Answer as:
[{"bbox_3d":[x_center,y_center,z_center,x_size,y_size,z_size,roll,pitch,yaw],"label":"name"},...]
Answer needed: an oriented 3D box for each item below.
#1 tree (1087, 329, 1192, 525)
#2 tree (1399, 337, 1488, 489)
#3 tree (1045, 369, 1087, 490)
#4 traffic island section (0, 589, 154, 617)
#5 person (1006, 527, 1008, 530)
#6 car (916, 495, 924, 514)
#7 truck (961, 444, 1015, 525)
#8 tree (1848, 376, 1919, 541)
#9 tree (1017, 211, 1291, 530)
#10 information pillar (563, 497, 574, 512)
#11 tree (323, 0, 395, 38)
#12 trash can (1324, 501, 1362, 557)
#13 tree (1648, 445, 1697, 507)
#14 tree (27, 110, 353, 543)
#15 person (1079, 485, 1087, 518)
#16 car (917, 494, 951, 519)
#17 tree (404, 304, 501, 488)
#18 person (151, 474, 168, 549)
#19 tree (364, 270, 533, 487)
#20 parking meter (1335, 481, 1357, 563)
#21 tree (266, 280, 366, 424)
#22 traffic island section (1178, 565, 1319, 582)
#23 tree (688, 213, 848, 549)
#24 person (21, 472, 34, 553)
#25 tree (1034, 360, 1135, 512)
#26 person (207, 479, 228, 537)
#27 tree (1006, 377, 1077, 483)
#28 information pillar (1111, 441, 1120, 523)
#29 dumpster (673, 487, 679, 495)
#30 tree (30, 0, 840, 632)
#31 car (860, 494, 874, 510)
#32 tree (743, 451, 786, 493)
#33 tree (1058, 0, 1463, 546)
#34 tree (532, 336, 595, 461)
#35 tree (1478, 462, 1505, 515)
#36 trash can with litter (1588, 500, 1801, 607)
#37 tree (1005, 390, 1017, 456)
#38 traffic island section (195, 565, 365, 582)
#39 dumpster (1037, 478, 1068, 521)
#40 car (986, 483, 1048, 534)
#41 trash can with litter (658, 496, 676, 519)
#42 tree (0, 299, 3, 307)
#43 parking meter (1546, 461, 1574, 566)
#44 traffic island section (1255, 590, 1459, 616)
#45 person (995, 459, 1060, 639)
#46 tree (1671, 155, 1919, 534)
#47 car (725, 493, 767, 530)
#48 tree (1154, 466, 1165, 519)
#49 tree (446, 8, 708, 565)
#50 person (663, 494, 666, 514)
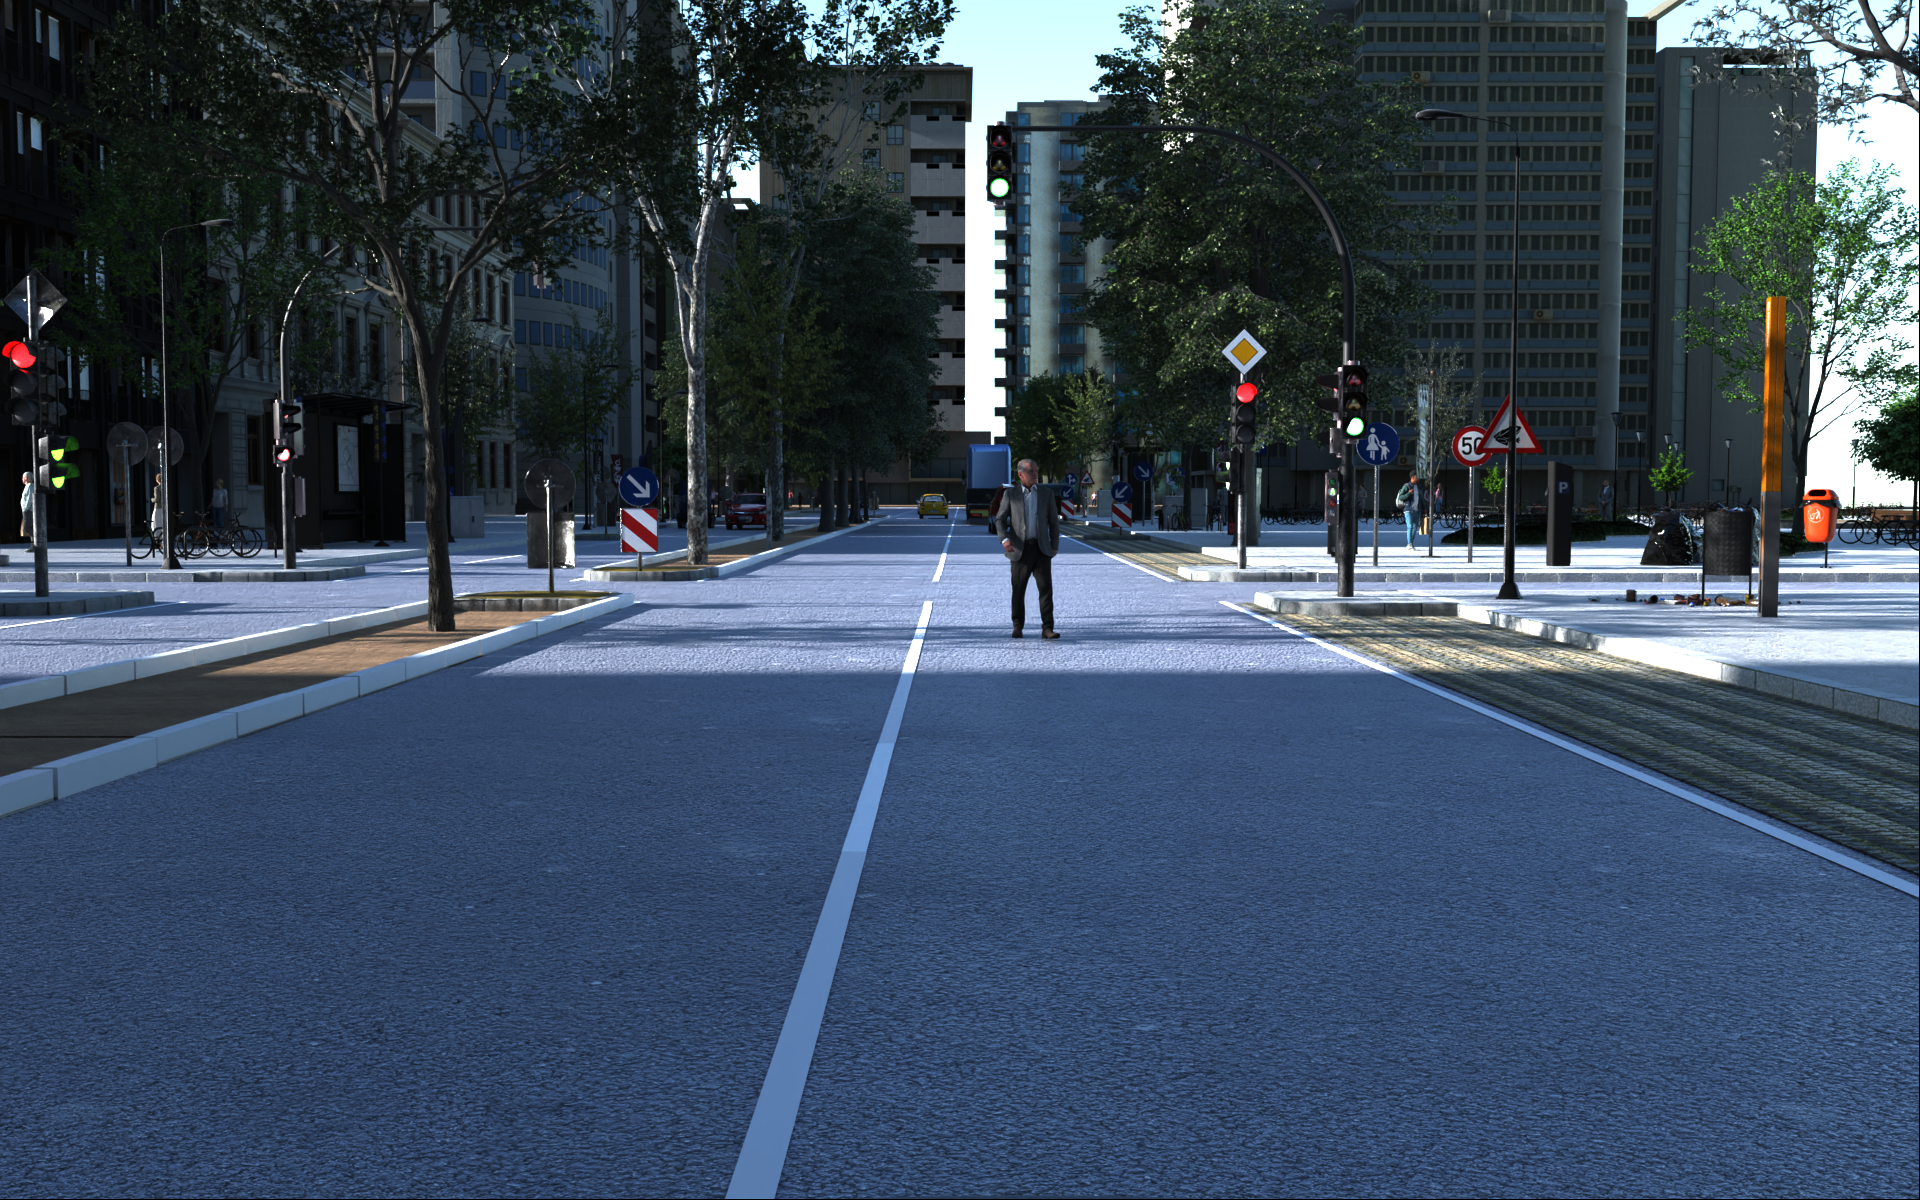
[{"bbox_3d":[7.960,-7.396,71.285,4.737,8.622,4.395,0,3,0],"label":"tree"},{"bbox_3d":[22.619,-8.056,82.073,4.360,8.622,3.978,0,3,0],"label":"tree"},{"bbox_3d":[7.213,-9.212,100.975,4.737,8.622,4.395,0,3,0],"label":"tree"},{"bbox_3d":[-11.510,0.036,21.690,2.009,0.180,2.903,0,3,0],"label":"traffic island section"},{"bbox_3d":[2.022,-3.716,69.527,0.850,1.792,0.678,1,4,16],"label":"person"},{"bbox_3d":[-2.126,-6.857,124.471,2.083,1.381,4.827,0,4,-1],"label":"car"},{"bbox_3d":[1.578,-6.013,88.068,2.967,4.110,18.799,0,3,0],"label":"truck"},{"bbox_3d":[26.516,-3.921,47.828,4.285,4.588,4.351,0,3,0],"label":"tree"},{"bbox_3d":[8.303,-8.329,61.941,9.928,11.665,9.643,0,3,0],"label":"tree"},{"bbox_3d":[-15.459,-3.905,68.331,0.304,2.012,0.304,3,5,39],"label":"information pillar"},{"bbox_3d":[-5.278,-5.708,6.160,12.009,13.543,11.850,0,3,0],"label":"tree"},{"bbox_3d":[7.778,-1.440,35.194,0.748,1.137,0.748,0,3,0],"label":"trash can"},{"bbox_3d":[28.158,-4.535,68.756,1.663,3.219,1.824,0,3,0],"label":"tree"},{"bbox_3d":[-20.230,-7.356,46.033,9.928,11.665,9.643,0,3,0],"label":"tree"},{"bbox_3d":[6.629,-5.308,93.174,0.374,1.781,0.599,2,4,32],"label":"person"},{"bbox_3d":[-1.533,-5.602,101.821,2.015,1.641,3.980,0,4,0],"label":"car"},{"bbox_3d":[-19.655,-7.190,67.918,4.737,8.622,4.395,0,3,0],"label":"tree"},{"bbox_3d":[-18.647,-2.068,40.399,0.362,1.759,0.519,1,4,22],"label":"person"},{"bbox_3d":[-16.723,-6.520,56.972,4.360,8.622,3.978,0,3,0],"label":"tree"},{"bbox_3d":[7.176,-1.456,32.212,0.372,1.533,0.369,0,3,0],"label":"parking meter"},{"bbox_3d":[-21.704,-6.652,59.126,4.360,8.622,3.978,0,3,0],"label":"tree"},{"bbox_3d":[4.842,-0.451,29.649,2.009,0.180,2.903,0,3,0],"label":"traffic island section"},{"bbox_3d":[-4.897,-5.599,44.364,4.737,8.622,4.395,0,3,0],"label":"tree"},{"bbox_3d":[-20.398,-1.931,38.093,0.515,1.767,0.782,-2,4,-25],"label":"person"},{"bbox_3d":[8.555,-11.382,120.513,7.601,10.594,8.767,1,4,20],"label":"tree"},{"bbox_3d":[-22.061,-2.742,51.552,0.731,1.740,0.598,0,4,4],"label":"person"},{"bbox_3d":[8.048,-15.199,166.628,7.486,12.596,7.792,0,3,0],"label":"tree"},{"bbox_3d":[6.931,-5.233,76.908,0.183,3.616,0.504,-1,4,-22],"label":"information pillar"},{"bbox_3d":[-15.117,-5.674,95.263,1.502,2.255,1.985,0,4,0],"label":"dumpster"},{"bbox_3d":[-5.372,-4.966,18.057,8.767,10.594,7.601,0,3,0],"label":"tree"},{"bbox_3d":[-8.419,-8.928,155.765,2.009,1.686,4.222,0,4,0],"label":"car"},{"bbox_3d":[-14.504,-8.885,128.979,4.285,4.588,4.351,0,3,0],"label":"tree"},{"bbox_3d":[7.207,-8.319,42.673,9.857,13.997,8.962,0,3,0],"label":"tree"},{"bbox_3d":[-19.165,-7.999,81.142,4.360,8.622,3.978,0,3,0],"label":"tree"},{"bbox_3d":[32.363,-6.722,104.499,1.663,3.219,1.824,0,3,0],"label":"tree"},{"bbox_3d":[8.605,-0.568,20.343,2.233,1.210,1.678,2,4,31],"label":"trash can with litter"},{"bbox_3d":[7.518,-13.253,142.441,9.928,11.665,9.643,0,3,0],"label":"tree"},{"bbox_3d":[-11.499,-0.452,29.676,2.009,0.180,2.903,0,3,0],"label":"traffic island section"},{"bbox_3d":[4.697,-5.258,90.923,1.985,2.255,1.502,0,4,1],"label":"dumpster"},{"bbox_3d":[2.101,-3.355,63.525,2.281,1.827,5.304,0,4,-1],"label":"car"},{"bbox_3d":[-14.977,-4.698,88.205,1.055,1.170,0.624,2,4,31],"label":"trash can with litter"},{"bbox_3d":[-21.135,-5.145,34.480,4.737,8.622,4.395,0,3,0],"label":"tree"},{"bbox_3d":[10.690,-1.537,30.848,0.399,1.863,0.255,0,4,-6],"label":"parking meter"},{"bbox_3d":[4.832,0.038,21.664,2.009,0.180,2.903,0,3,0],"label":"traffic island section"},{"bbox_3d":[0.708,-0.501,17.085,0.661,1.777,0.834,-1,4,-18],"label":"person"},{"bbox_3d":[26.522,-7.872,54.468,9.928,11.665,9.643,0,3,0],"label":"tree"},{"bbox_3d":[-8.474,-3.786,70.934,2.155,1.783,4.494,0,4,1],"label":"car"},{"bbox_3d":[9.753,-5.762,88.816,1.663,3.219,1.824,0,3,0],"label":"tree"},{"bbox_3d":[-6.516,-10.820,35.256,12.611,20.169,13.585,0,3,0],"label":"tree"},{"bbox_3d":[-17.567,-5.654,102.730,0.306,1.304,0.590,-1,4,-17],"label":"person"}]
